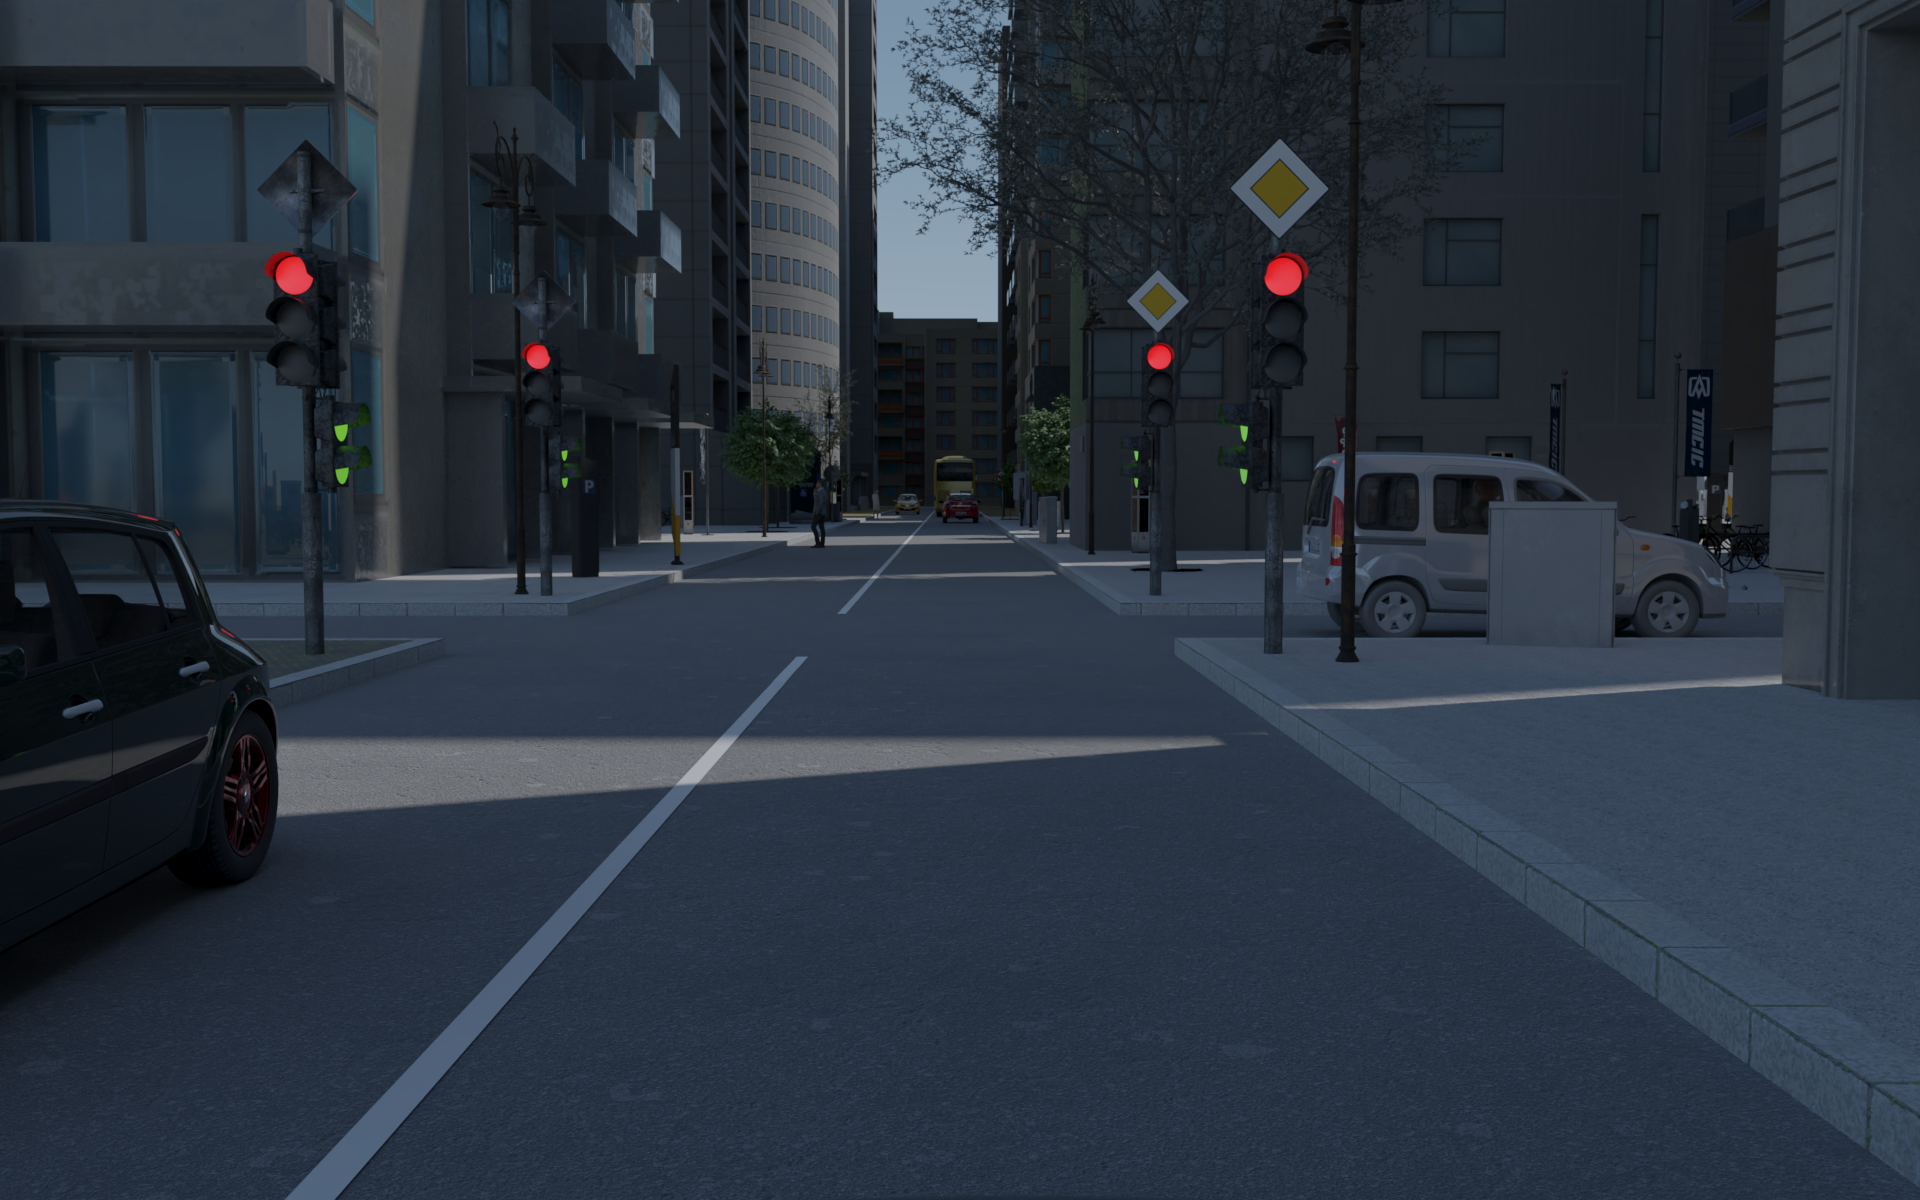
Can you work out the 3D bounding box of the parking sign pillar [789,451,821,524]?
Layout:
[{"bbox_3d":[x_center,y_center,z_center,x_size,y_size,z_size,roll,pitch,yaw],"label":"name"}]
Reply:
[{"bbox_3d":[-6.660,-5.278,74.774,1.447,3.967,1.447,2,4,26],"label":"parking sign pillar"}]

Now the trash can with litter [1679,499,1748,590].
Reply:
[{"bbox_3d":[9.711,-0.749,23.299,1.678,1.210,2.233,1,4,19],"label":"trash can with litter"}]

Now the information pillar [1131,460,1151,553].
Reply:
[{"bbox_3d":[3.917,-2.022,37.546,0.304,2.012,0.304,-1,4,-23],"label":"information pillar"}]

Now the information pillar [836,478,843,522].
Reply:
[{"bbox_3d":[-5.591,-4.633,80.248,0.304,2.012,0.304,0,4,-1],"label":"information pillar"}]

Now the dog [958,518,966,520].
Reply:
[{"bbox_3d":[0.130,-4.638,96.030,0.550,0.427,0.748,1,4,9],"label":"dog"}]

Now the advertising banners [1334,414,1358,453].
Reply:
[{"bbox_3d":[9.219,-2.552,37.907,2.074,3.025,0.090,1,4,19],"label":"advertising banners"}]

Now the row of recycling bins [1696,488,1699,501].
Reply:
[{"bbox_3d":[30.661,-4.058,73.454,1.069,1.692,3.534,1,4,18],"label":"row of recycling bins"}]

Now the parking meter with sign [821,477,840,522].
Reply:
[{"bbox_3d":[-6.339,-5.064,79.051,1.738,3.016,0.543,1,4,15],"label":"parking meter with sign"}]

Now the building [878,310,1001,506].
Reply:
[{"bbox_3d":[-9.267,-21.419,195.242,28.899,21.520,27.650,0,4,0],"label":"building"}]

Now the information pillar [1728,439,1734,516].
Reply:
[{"bbox_3d":[29.590,-4.577,66.195,0.183,3.616,0.504,-1,4,-20],"label":"information pillar"}]

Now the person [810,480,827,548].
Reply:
[{"bbox_3d":[-3.770,-2.292,46.150,0.473,1.802,0.592,1,4,22],"label":"person"}]

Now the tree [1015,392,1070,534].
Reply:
[{"bbox_3d":[3.400,-4.435,56.233,4.285,4.588,4.351,0,3,0],"label":"tree"}]

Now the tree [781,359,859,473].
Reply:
[{"bbox_3d":[-7.373,-8.796,94.177,4.360,8.622,3.978,0,3,0],"label":"tree"}]

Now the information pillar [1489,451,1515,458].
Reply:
[{"bbox_3d":[9.291,-1.545,29.752,0.304,2.012,0.304,-2,4,-35],"label":"information pillar"}]

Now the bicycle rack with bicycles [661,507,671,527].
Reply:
[{"bbox_3d":[-12.395,-3.359,68.303,2.925,0.926,2.852,0,4,-7],"label":"bicycle rack with bicycles"}]

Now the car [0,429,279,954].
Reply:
[{"bbox_3d":[-3.435,0.293,5.000,2.009,1.686,4.222,0,4,-1],"label":"car"}]

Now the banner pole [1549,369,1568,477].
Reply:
[{"bbox_3d":[11.942,-2.727,34.596,0.401,3.779,0.863,3,5,44],"label":"banner pole"}]

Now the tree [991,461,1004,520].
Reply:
[{"bbox_3d":[2.379,-5.633,86.707,1.663,3.219,1.824,0,3,0],"label":"tree"}]

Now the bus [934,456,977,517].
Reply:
[{"bbox_3d":[-0.298,-7.336,111.494,2.896,3.916,12.252,0,4,0],"label":"bus"}]

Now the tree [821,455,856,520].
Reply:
[{"bbox_3d":[-6.247,-5.636,86.745,1.663,3.219,1.824,0,3,0],"label":"tree"}]

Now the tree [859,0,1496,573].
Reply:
[{"bbox_3d":[3.498,-7.209,28.243,12.009,13.543,11.850,0,3,0],"label":"tree"}]

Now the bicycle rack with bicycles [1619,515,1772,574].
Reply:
[{"bbox_3d":[13.000,-0.950,28.918,2.925,0.926,2.852,0,4,-5],"label":"bicycle rack with bicycles"}]

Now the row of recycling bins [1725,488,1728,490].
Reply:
[{"bbox_3d":[42.041,-5.234,92.681,1.069,1.692,3.534,0,4,-7],"label":"row of recycling bins"}]

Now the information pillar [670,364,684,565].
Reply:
[{"bbox_3d":[-5.165,-2.451,31.429,0.183,3.616,0.504,-1,4,-19],"label":"information pillar"}]

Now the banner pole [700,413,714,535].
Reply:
[{"bbox_3d":[-7.964,-3.912,53.985,0.401,3.779,0.863,-2,4,-29],"label":"banner pole"}]

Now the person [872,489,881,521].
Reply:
[{"bbox_3d":[-4.525,-5.156,93.555,0.466,1.731,0.760,0,4,6],"label":"person"}]

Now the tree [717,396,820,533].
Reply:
[{"bbox_3d":[-6.485,-4.559,58.254,4.285,4.588,4.351,0,3,0],"label":"tree"}]

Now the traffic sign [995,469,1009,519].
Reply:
[{"bbox_3d":[2.197,-5.438,89.019,0.768,2.556,0.104,0,4,3],"label":"traffic sign"}]

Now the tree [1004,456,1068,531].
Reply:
[{"bbox_3d":[2.851,-4.036,60.590,1.663,3.219,1.824,0,3,0],"label":"tree"}]

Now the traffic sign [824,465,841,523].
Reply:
[{"bbox_3d":[-5.639,-4.662,76.335,0.768,2.556,0.104,0,4,6],"label":"traffic sign"}]

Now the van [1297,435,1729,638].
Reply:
[{"bbox_3d":[5.510,-0.633,17.367,4.112,2.044,2.013,0,4,-1],"label":"van"}]

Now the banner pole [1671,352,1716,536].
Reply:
[{"bbox_3d":[12.862,-2.481,30.576,0.863,3.779,0.401,0,4,1],"label":"banner pole"}]

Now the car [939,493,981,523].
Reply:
[{"bbox_3d":[0.007,-4.750,86.705,2.155,1.783,4.494,0,4,-1],"label":"car"}]

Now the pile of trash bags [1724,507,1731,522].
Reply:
[{"bbox_3d":[40.941,-4.769,87.720,3.447,1.369,1.912,-1,4,-14],"label":"pile of trash bags"}]

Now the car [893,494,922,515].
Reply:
[{"bbox_3d":[-3.675,-6.829,121.872,2.015,1.641,3.980,0,4,-1],"label":"car"}]

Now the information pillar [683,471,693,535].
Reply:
[{"bbox_3d":[-8.620,-3.083,54.905,0.304,2.012,0.304,-1,4,-9],"label":"information pillar"}]
